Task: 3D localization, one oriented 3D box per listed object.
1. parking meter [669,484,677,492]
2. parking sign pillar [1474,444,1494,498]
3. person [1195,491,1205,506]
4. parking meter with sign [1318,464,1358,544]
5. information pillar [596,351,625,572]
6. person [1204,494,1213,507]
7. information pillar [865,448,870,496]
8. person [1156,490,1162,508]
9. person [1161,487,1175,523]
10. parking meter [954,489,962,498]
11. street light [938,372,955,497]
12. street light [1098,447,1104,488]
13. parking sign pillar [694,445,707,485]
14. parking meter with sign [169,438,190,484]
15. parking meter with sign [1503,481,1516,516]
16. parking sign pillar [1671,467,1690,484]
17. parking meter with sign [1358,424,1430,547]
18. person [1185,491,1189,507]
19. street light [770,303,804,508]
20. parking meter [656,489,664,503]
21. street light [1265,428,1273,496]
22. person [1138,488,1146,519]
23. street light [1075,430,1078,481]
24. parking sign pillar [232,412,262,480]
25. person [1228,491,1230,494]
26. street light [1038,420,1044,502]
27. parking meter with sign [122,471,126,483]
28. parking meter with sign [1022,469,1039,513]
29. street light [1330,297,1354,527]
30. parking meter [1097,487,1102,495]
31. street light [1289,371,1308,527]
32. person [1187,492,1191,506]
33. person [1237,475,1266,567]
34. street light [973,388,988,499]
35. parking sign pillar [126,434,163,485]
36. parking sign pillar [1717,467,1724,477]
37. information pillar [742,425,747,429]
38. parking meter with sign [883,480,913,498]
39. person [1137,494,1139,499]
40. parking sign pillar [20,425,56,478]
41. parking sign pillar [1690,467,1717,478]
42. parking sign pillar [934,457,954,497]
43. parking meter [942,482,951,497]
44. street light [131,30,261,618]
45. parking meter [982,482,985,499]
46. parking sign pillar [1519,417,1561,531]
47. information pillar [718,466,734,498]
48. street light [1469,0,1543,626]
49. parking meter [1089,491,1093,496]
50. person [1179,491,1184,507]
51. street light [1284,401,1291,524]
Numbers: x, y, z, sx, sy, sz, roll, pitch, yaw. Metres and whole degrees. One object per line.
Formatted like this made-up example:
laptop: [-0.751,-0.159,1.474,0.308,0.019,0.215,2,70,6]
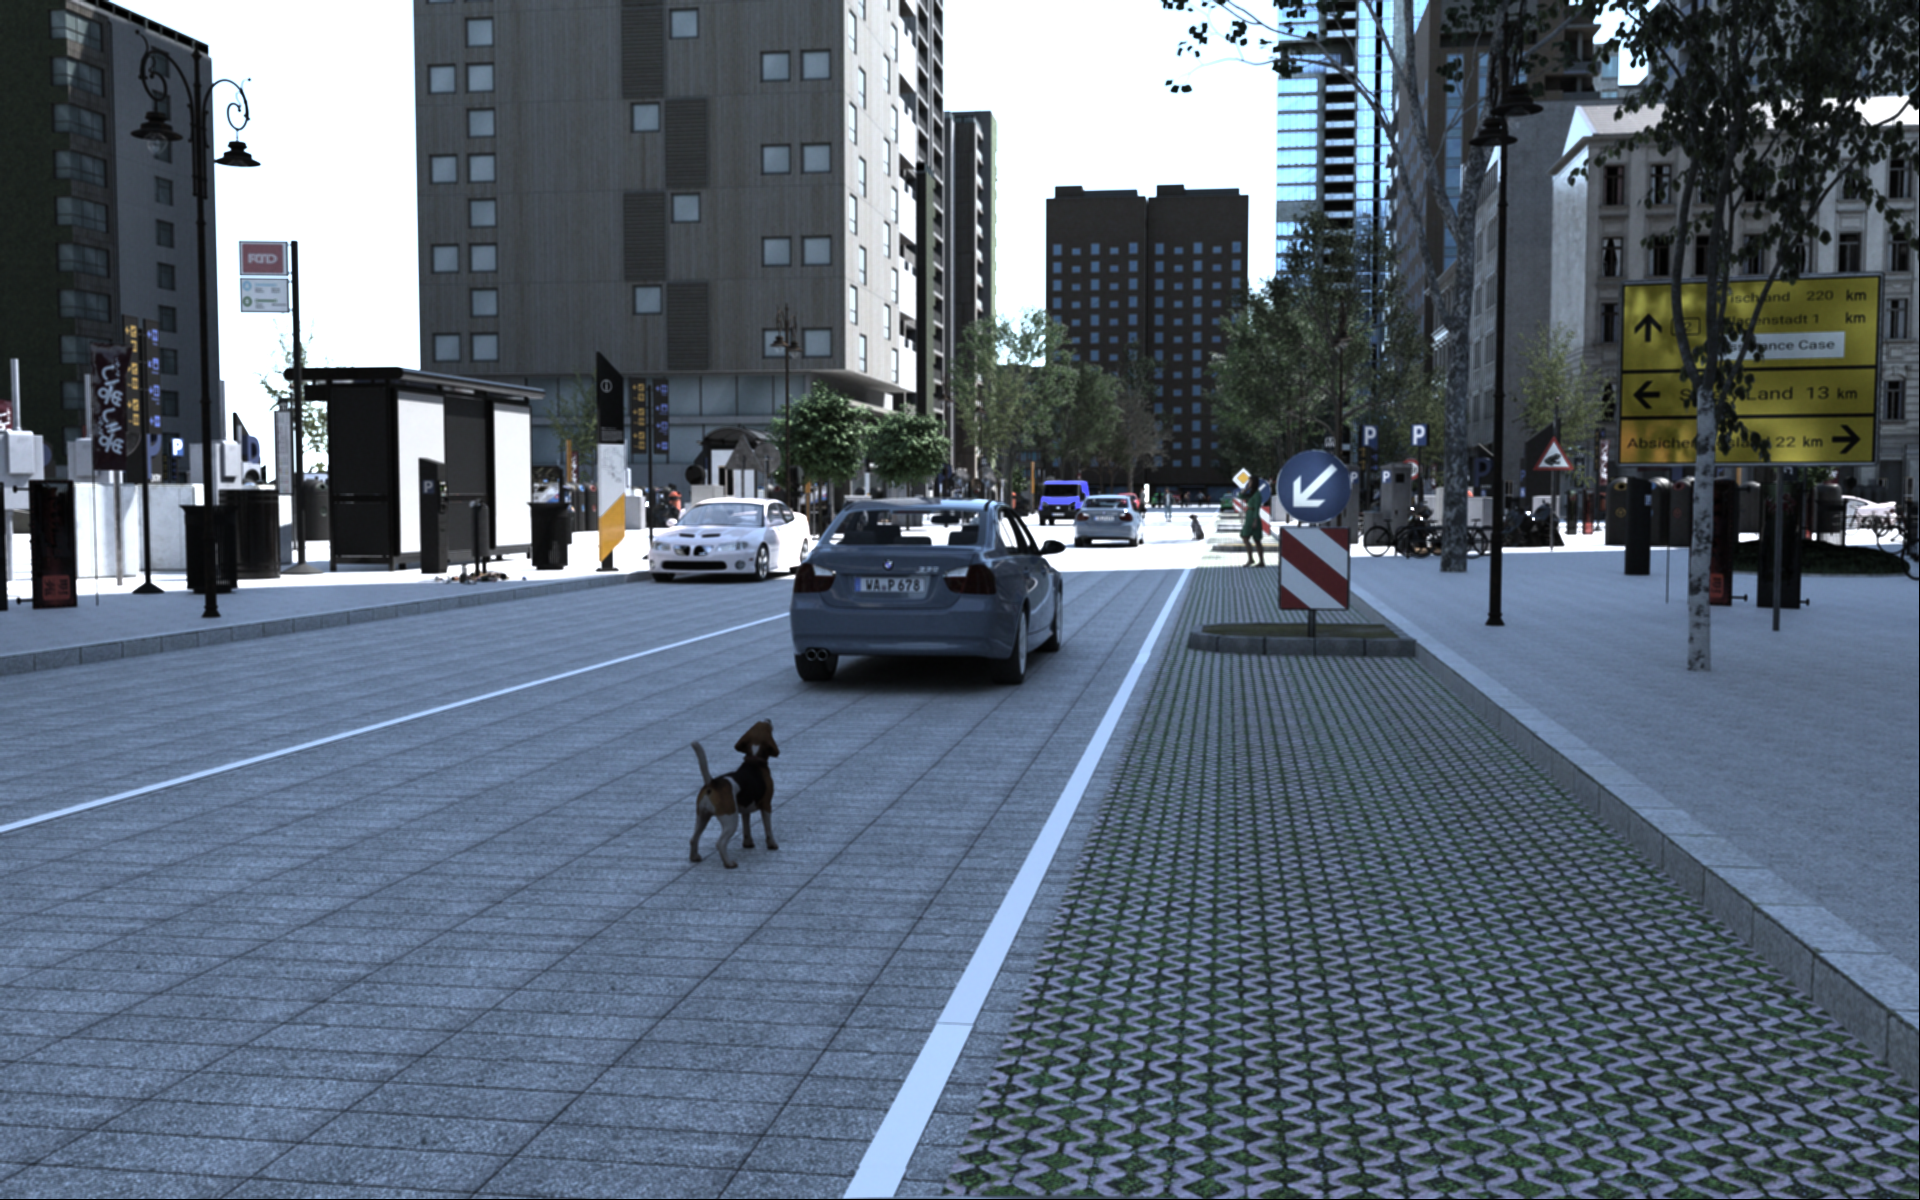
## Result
parking meter: [-16.120,-5.596,97.204,0.399,1.863,0.255,-3,4,-36]
parking sign pillar: [27.950,-6.332,91.996,1.447,3.967,1.447,-2,4,-35]
person: [27.698,-11.702,199.805,1.348,1.826,0.705,3,5,41]
parking meter with sign: [9.894,-2.949,44.473,0.543,3.016,1.738,-2,4,-30]
information pillar: [-5.785,-2.281,28.646,0.183,3.616,0.504,3,5,45]
person: [27.757,-11.111,193.429,1.065,1.426,0.557,0,4,-4]
information pillar: [-3.591,-4.620,66.886,0.183,3.616,0.504,-1,4,-16]
person: [20.701,-10.487,179.992,0.705,1.821,1.348,-1,4,-16]
person: [10.330,-4.729,86.173,0.623,1.781,0.721,-1,4,-14]
parking meter: [-0.100,-4.903,88.583,0.372,1.533,0.369,0,3,0]
street light: [-0.526,-5.695,65.900,0.468,5.910,1.993,1,4,9]
street light: [11.944,-10.677,147.348,0.468,5.910,1.993,1,4,9]
parking sign pillar: [-13.958,-6.481,94.438,1.447,3.967,1.447,-3,5,-43]
parking meter with sign: [-23.693,-3.533,54.023,1.738,3.016,0.543,1,4,14]
parking meter with sign: [31.438,-6.286,99.033,1.738,3.016,0.543,1,4,22]
parking sign pillar: [47.663,-7.808,116.129,1.447,3.967,1.447,-2,4,-30]
parking meter with sign: [10.723,-2.840,42.690,1.738,3.016,0.543,-2,4,-31]
person: [25.565,-11.379,195.269,0.721,1.735,1.217,2,4,27]
street light: [-4.190,-4.238,42.072,0.468,5.910,1.993,1,4,9]
parking meter: [-14.022,-4.435,80.929,0.372,1.533,0.369,0,3,0]
street light: [17.805,-7.701,98.694,0.468,5.910,1.993,1,4,9]
person: [10.401,-5.522,98.969,0.473,1.802,0.592,3,5,42]
street light: [8.284,-9.206,123.298,0.468,5.910,1.993,1,4,9]
parking sign pillar: [-23.613,-4.217,57.419,1.447,3.967,1.447,0,4,-1]
person: [30.674,-11.560,197.520,1.348,1.823,0.705,2,4,28]
street light: [4.643,-7.725,99.085,0.468,5.910,1.993,1,4,9]
parking meter with sign: [-47.134,-6.107,96.105,1.738,3.016,0.543,0,4,4]
parking meter with sign: [4.629,-7.590,120.355,1.738,3.016,0.543,0,4,7]
street light: [8.939,-4.153,40.689,0.468,5.910,1.993,1,4,9]
parking meter: [11.545,-8.397,143.002,0.399,1.863,0.255,1,4,9]
street light: [12.726,-5.627,64.782,0.468,5.910,1.993,1,4,9]
person: [26.721,-11.804,202.418,0.530,1.710,0.541,-1,4,-14]
person: [5.725,-1.526,33.692,0.529,1.795,0.600,-1,4,-15]
street light: [0.897,-6.268,75.269,0.468,5.910,1.993,1,4,9]
parking sign pillar: [-19.829,-3.281,42.122,1.447,3.967,1.447,0,4,-6]
parking sign pillar: [60.983,-9.232,139.423,1.447,3.967,1.447,-2,4,-34]
information pillar: [-7.098,-4.093,58.278,0.504,3.616,0.183,0,4,0]
parking meter with sign: [-2.948,-5.019,78.325,1.738,3.016,0.543,1,4,13]
person: [15.614,-8.573,151.920,0.557,1.426,1.065,-1,4,-9]
parking sign pillar: [-34.234,-4.627,64.126,1.447,3.967,1.447,3,5,45]
parking sign pillar: [54.560,-8.514,127.676,1.447,3.967,1.447,0,4,1]
parking sign pillar: [-1.031,-7.494,111.006,1.447,3.967,1.447,-2,4,-31]
parking meter: [-0.638,-4.610,81.082,0.399,1.863,0.255,-1,4,-16]
street light: [-7.814,-2.759,17.897,0.468,5.910,1.993,1,4,9]
parking meter: [1.107,-4.570,80.425,0.255,1.863,0.399,1,4,14]
parking sign pillar: [20.266,-4.407,60.528,1.447,3.967,1.447,-1,4,-12]
information pillar: [-6.162,-2.521,45.711,0.304,2.012,0.304,3,4,39]
street light: [5.236,-2.690,16.775,0.468,5.910,1.993,1,4,9]
parking meter: [10.926,-8.364,145.165,0.372,1.533,0.369,0,3,0]
person: [24.344,-11.077,190.437,0.721,1.723,1.217,-1,4,-17]
street light: [14.198,-6.243,74.857,0.468,5.910,1.993,1,4,9]
